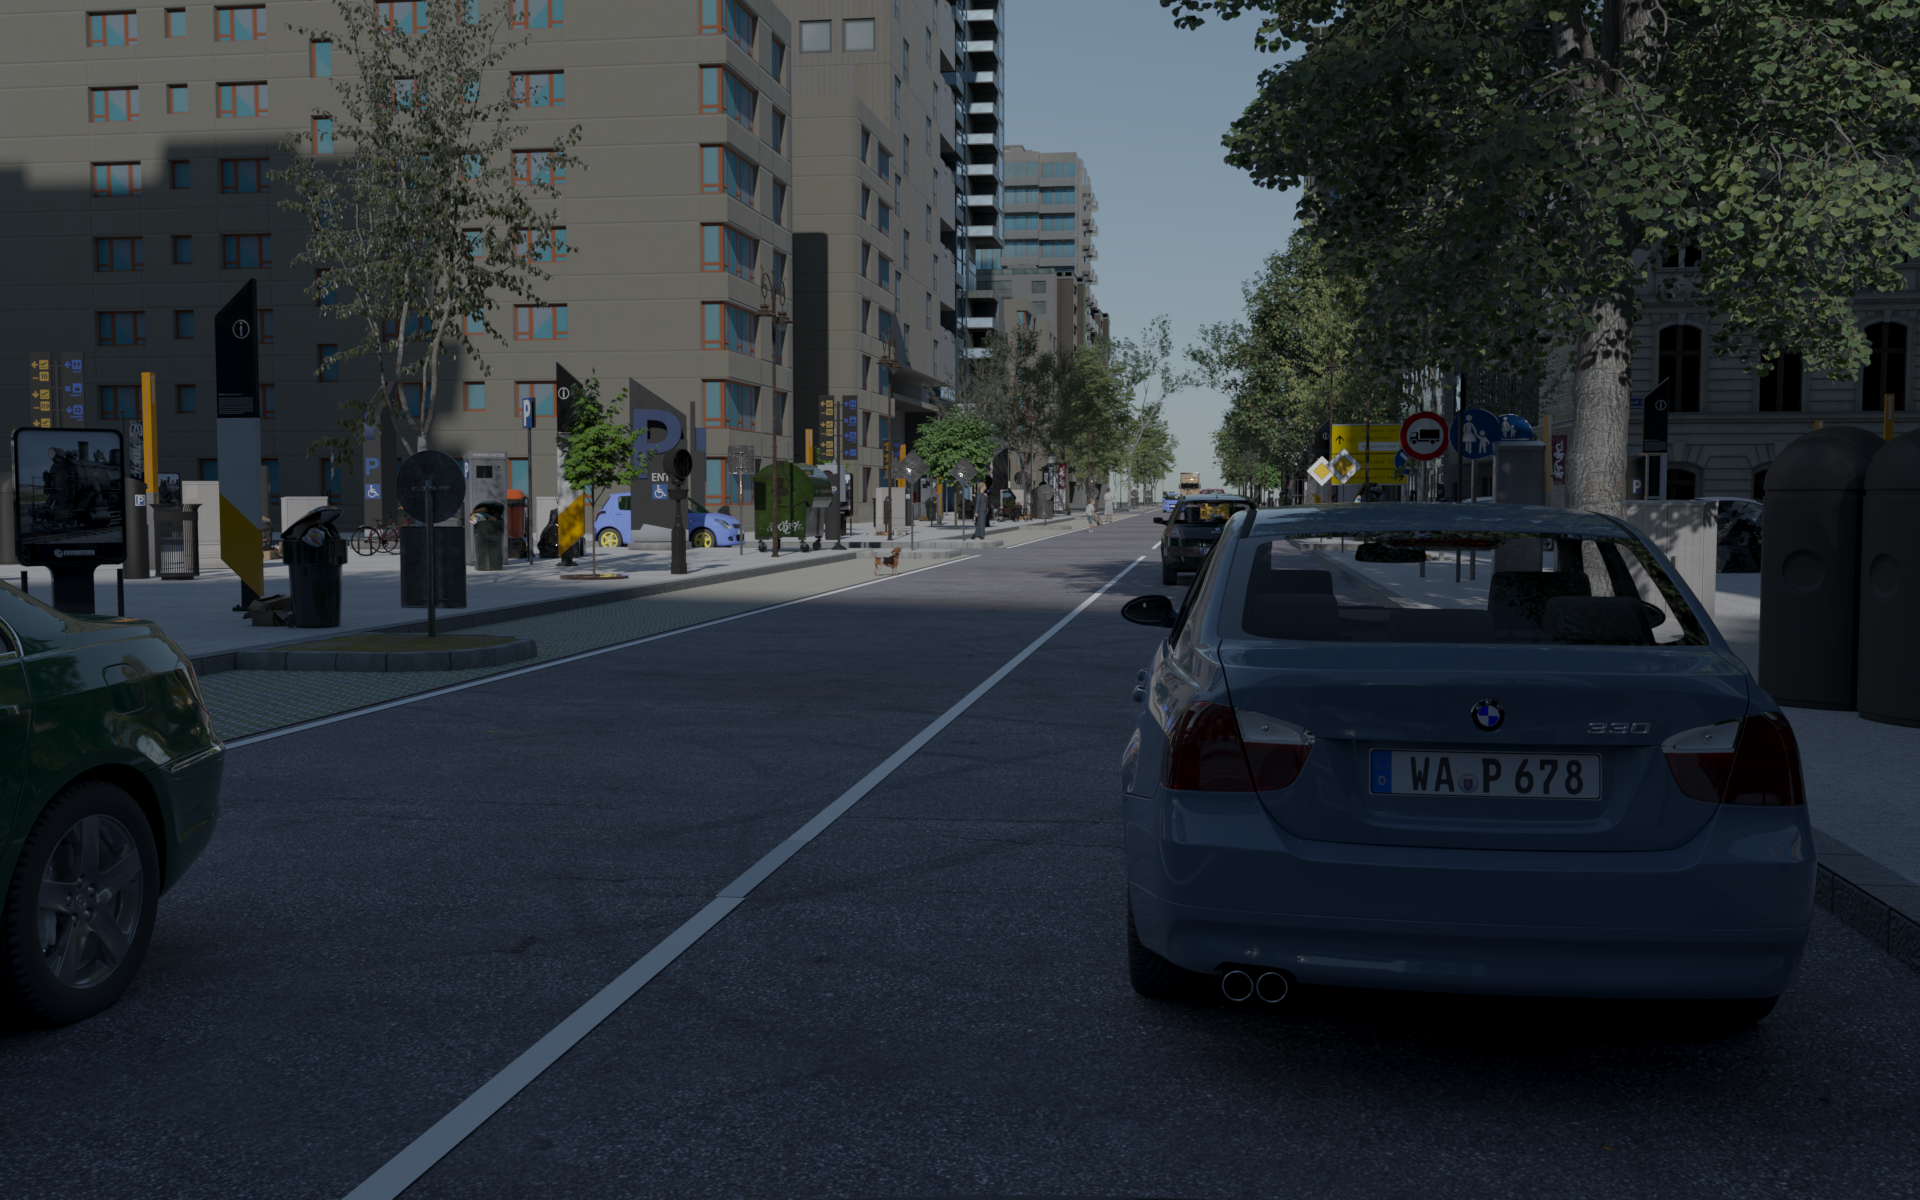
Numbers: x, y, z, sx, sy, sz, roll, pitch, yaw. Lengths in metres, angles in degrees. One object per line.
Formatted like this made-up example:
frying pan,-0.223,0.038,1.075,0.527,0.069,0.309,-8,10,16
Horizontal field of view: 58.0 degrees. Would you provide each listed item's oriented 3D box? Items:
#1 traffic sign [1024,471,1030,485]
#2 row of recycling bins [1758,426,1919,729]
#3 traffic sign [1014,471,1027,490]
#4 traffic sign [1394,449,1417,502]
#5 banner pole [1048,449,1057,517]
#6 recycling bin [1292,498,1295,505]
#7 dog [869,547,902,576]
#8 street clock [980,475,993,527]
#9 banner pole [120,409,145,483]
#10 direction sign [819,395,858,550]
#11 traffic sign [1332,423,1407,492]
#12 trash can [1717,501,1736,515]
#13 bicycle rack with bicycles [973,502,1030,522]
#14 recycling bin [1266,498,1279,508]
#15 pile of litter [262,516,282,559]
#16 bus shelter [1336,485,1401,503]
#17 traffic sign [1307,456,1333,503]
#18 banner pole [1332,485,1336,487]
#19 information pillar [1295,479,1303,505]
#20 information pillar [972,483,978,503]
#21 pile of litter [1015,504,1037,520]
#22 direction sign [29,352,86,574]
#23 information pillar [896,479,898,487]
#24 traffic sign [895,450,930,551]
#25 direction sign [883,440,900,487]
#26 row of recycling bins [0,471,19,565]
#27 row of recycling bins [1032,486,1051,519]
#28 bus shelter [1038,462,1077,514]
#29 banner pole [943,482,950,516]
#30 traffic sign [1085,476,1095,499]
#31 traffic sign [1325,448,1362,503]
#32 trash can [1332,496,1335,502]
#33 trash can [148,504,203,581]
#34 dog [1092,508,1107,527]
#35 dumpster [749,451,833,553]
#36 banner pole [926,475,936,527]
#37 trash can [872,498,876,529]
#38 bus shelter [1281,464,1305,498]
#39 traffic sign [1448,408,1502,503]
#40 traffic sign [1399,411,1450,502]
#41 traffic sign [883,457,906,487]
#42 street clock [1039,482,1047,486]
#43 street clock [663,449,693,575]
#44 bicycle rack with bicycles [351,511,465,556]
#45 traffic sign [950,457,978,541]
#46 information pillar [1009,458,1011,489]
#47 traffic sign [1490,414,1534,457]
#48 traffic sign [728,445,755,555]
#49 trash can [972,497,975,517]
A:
traffic sign,3.594,-5.911,96.753,0.768,2.556,0.104,1,4,12
row of recycling bins,5.720,-0.132,9.264,1.069,1.692,3.534,-1,4,-18
traffic sign,3.368,-5.890,96.408,0.768,2.556,0.104,1,4,15
traffic sign,12.052,-2.843,46.591,0.768,2.556,0.104,1,4,11
banner pole,5.162,-6.493,96.175,0.401,3.779,0.863,-3,5,-42
recycling bin,20.377,-5.735,106.317,0.722,1.027,0.722,-2,4,-35
dog,-1.286,-0.666,30.177,0.406,0.507,0.540,1,4,21
street clock,1.034,-3.836,67.284,0.471,2.002,0.358,-3,5,-40
banner pole,-24.466,-3.742,51.193,0.401,3.779,0.863,3,5,41
direction sign,-2.786,-2.921,39.756,0.876,3.537,0.379,0,4,3
traffic sign,11.852,-3.439,50.098,2.265,3.308,0.079,1,4,18
trash can,16.050,-1.537,36.776,0.748,1.137,0.748,0,3,0
bicycle rack with bicycles,2.073,-4.088,80.226,2.925,0.926,2.852,-3,4,-38
recycling bin,18.636,-5.528,102.940,0.722,1.027,0.722,0,4,-3
pile of litter,-13.689,-1.249,34.379,1.719,0.858,1.176,-3,4,-37
bus shelter,12.592,-3.646,53.531,2.014,3.302,5.546,1,4,8
traffic sign,9.539,-2.572,45.695,0.795,2.450,0.064,1,4,8
banner pole,14.278,-4.649,66.032,0.401,3.779,0.863,-1,4,-20
information pillar,16.786,-4.975,85.828,0.304,2.012,0.304,-1,4,-19
information pillar,0.943,-6.431,109.640,0.304,2.012,0.304,-3,5,-44
pile of litter,3.083,-4.455,86.804,1.719,0.858,1.176,-1,4,-13
direction sign,-14.450,-2.190,27.802,0.876,3.537,0.379,0,4,3
information pillar,-2.925,-4.763,82.362,0.304,2.012,0.304,1,4,16
traffic sign,-1.079,-2.176,39.224,0.795,2.450,0.064,1,4,8
direction sign,-2.871,-4.937,72.717,0.876,3.537,0.379,-3,5,-41
row of recycling bins,-18.578,-1.467,31.092,3.534,1.692,1.069,-2,4,-25
row of recycling bins,4.304,-5.146,91.243,1.069,1.692,3.534,0,4,4
bus shelter,6.362,-7.270,112.787,2.014,3.302,5.546,1,4,9
banner pole,-1.010,-6.943,103.542,0.863,3.779,0.401,1,4,21
traffic sign,9.109,-7.425,121.504,0.768,2.556,0.104,1,4,13
traffic sign,8.357,-2.089,37.797,0.795,2.450,0.064,1,4,8
trash can,23.122,-5.829,106.964,0.748,1.137,0.748,0,3,0
trash can,-11.692,-0.868,25.851,0.748,1.137,0.748,0,3,0
dog,6.162,-3.631,76.207,0.800,0.831,0.513,0,4,4
dumpster,-3.776,-2.209,38.619,1.502,2.255,1.985,1,4,8
banner pole,-1.207,-4.810,68.658,0.401,3.779,0.863,-1,4,-22
trash can,-2.887,-3.185,63.733,0.748,1.137,0.748,0,3,0
bus shelter,21.521,-7.435,112.840,1.731,3.624,6.357,1,4,8
traffic sign,7.654,-1.571,25.791,0.768,2.556,0.104,1,4,13
traffic sign,7.146,-1.625,26.681,0.768,2.556,0.104,1,4,11
traffic sign,-2.250,-3.672,60.045,0.884,2.594,0.081,1,4,15
street clock,4.787,-5.827,99.837,0.471,2.002,0.358,-2,4,-26
street clock,-4.499,-1.413,27.666,0.358,2.002,0.471,2,4,32
bicycle rack with bicycles,-11.654,-1.451,37.103,2.925,0.926,2.852,-2,4,-26
traffic sign,0.102,-2.659,47.122,0.795,2.450,0.064,1,4,8
information pillar,3.228,-7.404,112.408,0.183,3.616,0.504,1,4,8
traffic sign,8.727,-1.684,27.636,0.768,2.556,0.104,1,4,12
traffic sign,-4.597,-2.095,36.380,0.606,2.300,0.079,1,4,16
trash can,1.018,-5.193,96.551,0.748,1.137,0.748,0,3,0
